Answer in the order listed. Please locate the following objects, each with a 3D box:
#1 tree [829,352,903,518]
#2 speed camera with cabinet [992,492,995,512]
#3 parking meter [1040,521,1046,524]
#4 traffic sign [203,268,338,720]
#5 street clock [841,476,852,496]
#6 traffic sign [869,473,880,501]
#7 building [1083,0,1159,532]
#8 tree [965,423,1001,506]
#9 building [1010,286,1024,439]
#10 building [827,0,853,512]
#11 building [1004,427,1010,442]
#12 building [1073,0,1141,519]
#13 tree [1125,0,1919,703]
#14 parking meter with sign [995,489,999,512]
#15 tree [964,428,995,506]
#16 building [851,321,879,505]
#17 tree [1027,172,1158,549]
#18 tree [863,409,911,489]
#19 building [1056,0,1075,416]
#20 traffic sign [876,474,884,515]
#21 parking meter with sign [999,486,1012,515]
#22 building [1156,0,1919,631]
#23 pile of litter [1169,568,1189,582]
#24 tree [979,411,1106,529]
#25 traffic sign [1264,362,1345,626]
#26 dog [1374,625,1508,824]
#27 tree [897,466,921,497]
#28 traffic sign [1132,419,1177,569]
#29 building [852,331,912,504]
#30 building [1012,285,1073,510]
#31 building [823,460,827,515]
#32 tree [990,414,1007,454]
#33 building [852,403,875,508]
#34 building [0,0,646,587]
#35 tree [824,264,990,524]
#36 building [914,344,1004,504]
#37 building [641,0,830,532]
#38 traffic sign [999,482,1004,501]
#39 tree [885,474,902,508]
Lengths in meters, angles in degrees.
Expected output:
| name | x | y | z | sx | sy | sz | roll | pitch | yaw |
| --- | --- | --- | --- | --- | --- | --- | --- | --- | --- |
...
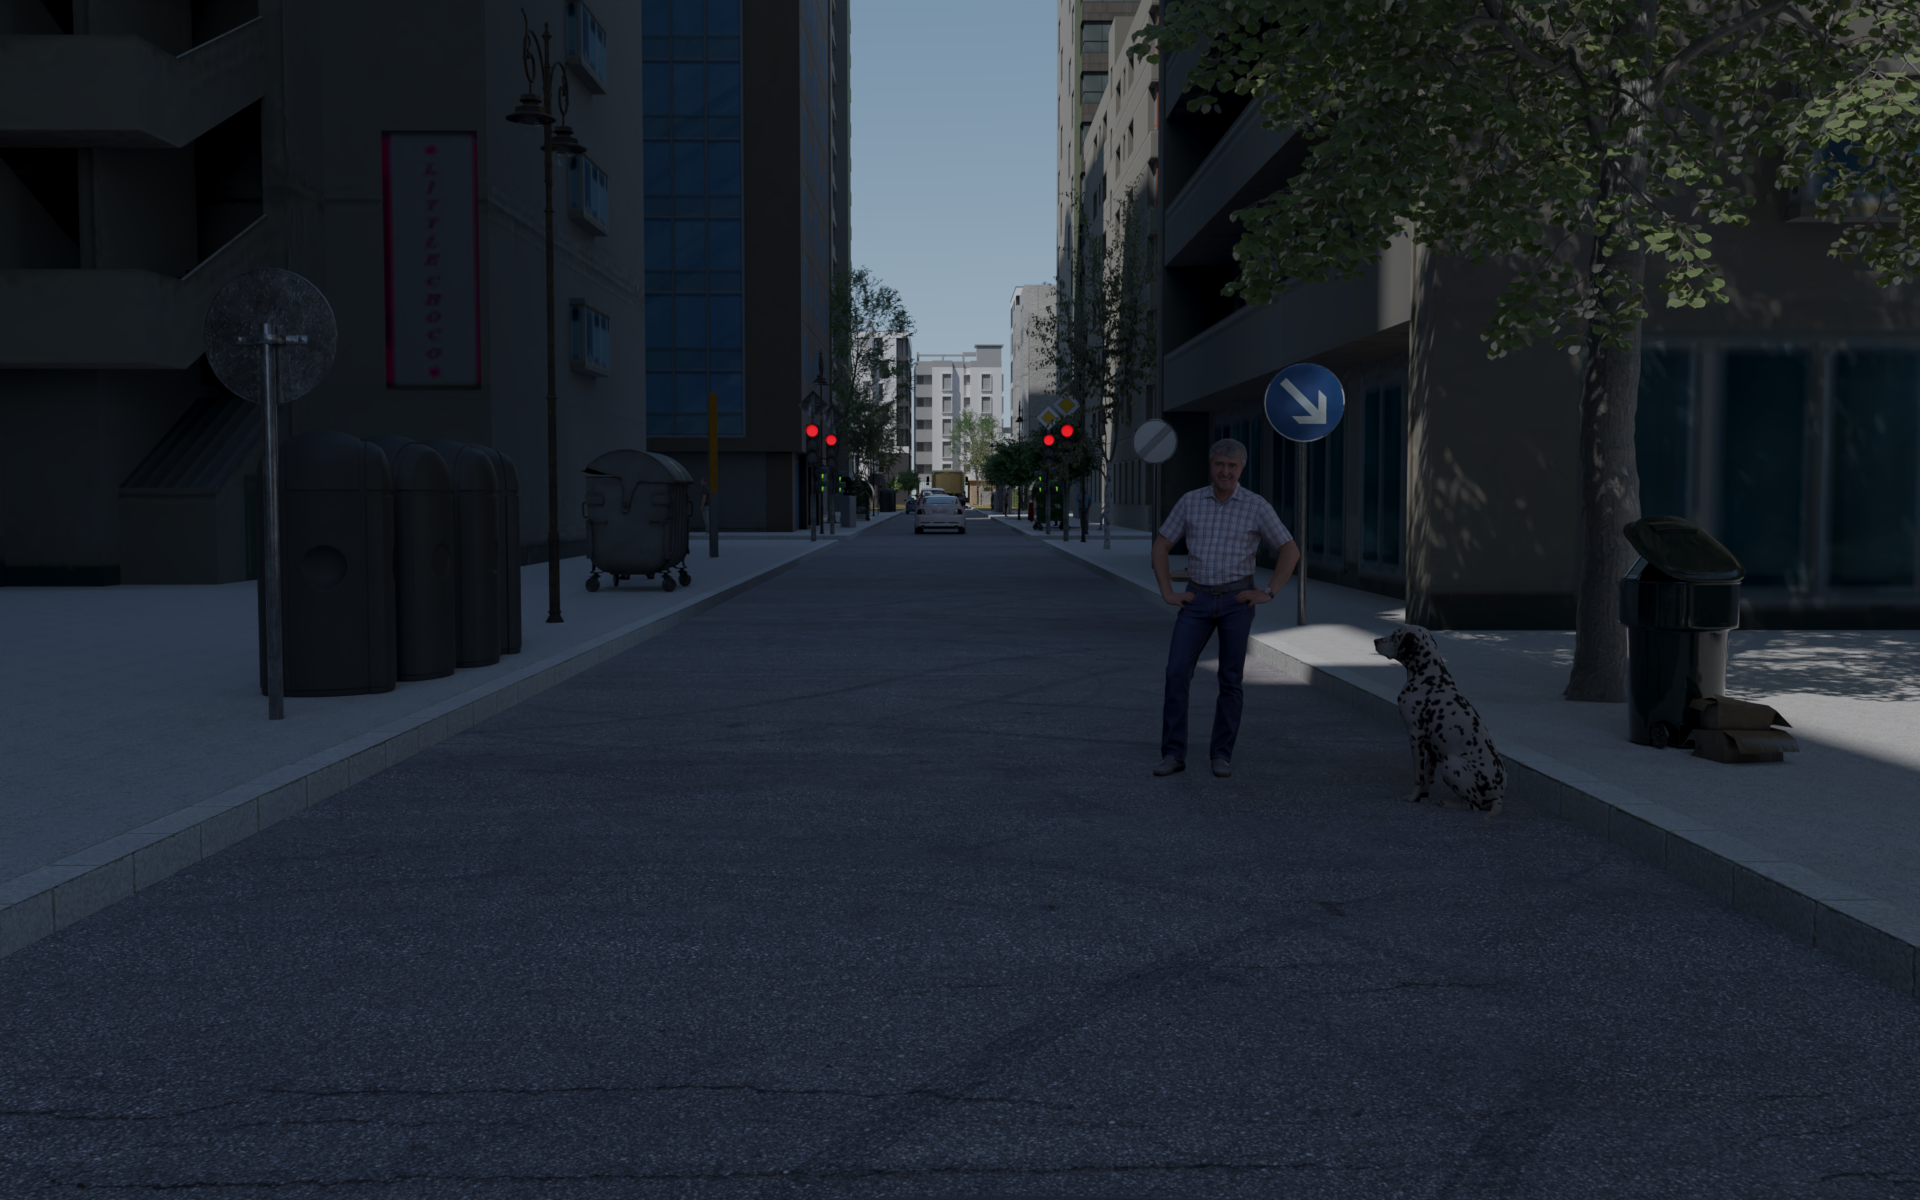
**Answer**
| name | x | y | z | sx | sy | sz | roll | pitch | yaw |
| --- | --- | --- | --- | --- | --- | --- | --- | --- | --- |
| tree | -5.196 | -8.609 | 91.121 | 4.360 | 8.622 | 3.978 | 0 | 3 | 0 |
| speed camera with cabinet | 2.781 | -7.899 | 123.488 | 0.660 | 3.252 | 2.038 | -1 | 4 | -13 |
| parking meter | 3.562 | -4.268 | 75.500 | 0.399 | 1.863 | 0.255 | -2 | 4 | -31 |
| traffic sign | -3.897 | -0.592 | 9.792 | 0.768 | 2.556 | 0.104 | 0 | 4 | 2 |
| street clock | -4.664 | -4.069 | 71.092 | 0.358 | 2.002 | 0.471 | -3 | 5 | -45 |
| traffic sign | -5.221 | -6.411 | 104.929 | 0.768 | 2.556 | 0.104 | 1 | 4 | 8 |
| building | 20.680 | -13.872 | 71.839 | 28.899 | 21.520 | 27.650 | 0 | 4 | -1 |
| tree | 2.638 | -14.079 | 180.558 | 4.737 | 8.622 | 4.395 | 0 | 3 | 0 |
| building | 19.260 | -20.973 | 186.890 | 27.936 | 21.610 | 32.646 | 0 | 4 | -1 |
| building | -15.011 | -26.819 | 122.088 | 14.154 | 41.232 | 14.086 | 0 | 4 | -1 |
| building | 19.530 | -17.104 | 221.801 | 28.070 | 9.664 | 9.099 | 0 | 4 | -1 |
| building | 13.111 | -19.776 | 95.042 | 14.160 | 30.474 | 14.107 | 0 | 4 | -1 |
| tree | 4.402 | -5.660 | 10.664 | 7.486 | 12.596 | 7.792 | 0 | 3 | 0 |
| parking meter with sign | 2.730 | -7.661 | 121.520 | 0.543 | 3.016 | 1.738 | -1 | 4 | -12 |
| tree | 2.231 | -14.604 | 189.142 | 4.360 | 8.622 | 3.978 | 0 | 3 | 0 |
| building | -14.984 | -20.738 | 195.478 | 11.380 | 20.091 | 16.016 | 0 | 4 | -1 |
| tree | 3.447 | -5.513 | 40.505 | 4.360 | 8.622 | 3.978 | 0 | 3 | 0 |
| tree | -6.018 | -11.628 | 140.476 | 4.737 | 8.622 | 4.395 | 0 | 3 | 0 |
| building | 20.682 | -32.172 | 115.256 | 28.713 | 52.752 | 27.495 | 0 | 4 | -1 |
| traffic sign | -5.111 | -6.592 | 107.882 | 0.768 | 2.556 | 0.104 | 0 | 4 | 5 |
| parking meter with sign | 2.947 | -6.777 | 107.069 | 0.543 | 3.016 | 1.738 | 1 | 4 | 8 |
| building | 14.953 | -24.567 | 25.376 | 21.300 | 48.544 | 21.600 | 0 | 4 | -1 |
| pile of litter | 3.643 | -0.695 | 25.335 | 1.176 | 0.858 | 1.719 | 0 | 4 | -6 |
| tree | 3.726 | -4.970 | 64.972 | 4.285 | 4.588 | 4.351 | 0 | 3 | 0 |
| traffic sign | 3.339 | -1.025 | 16.860 | 0.768 | 2.556 | 0.104 | 0 | 4 | 7 |
| dog | 2.253 | 0.548 | 7.878 | 0.513 | 0.831 | 0.800 | 0 | 4 | -6 |
| tree | -6.016 | -13.427 | 203.251 | 4.285 | 4.588 | 4.351 | 0 | 3 | 0 |
| traffic sign | 3.318 | -1.801 | 29.548 | 0.768 | 2.556 | 0.104 | 1 | 4 | 9 |
| building | -22.839 | -23.634 | 230.384 | 32.646 | 21.610 | 27.936 | 0 | 4 | -1 |
| building | 13.703 | -17.642 | 154.911 | 16.747 | 18.905 | 31.486 | 0 | 4 | -1 |
| building | -18.650 | -33.665 | 92.427 | 21.231 | 58.520 | 28.212 | 0 | 4 | -1 |
| tree | 2.010 | -17.246 | 207.731 | 9.928 | 11.665 | 9.643 | 0 | 3 | 0 |
| building | -12.900 | -14.117 | 172.958 | 9.099 | 9.664 | 28.070 | 0 | 4 | -1 |
| building | -18.298 | -24.946 | 31.573 | 21.600 | 48.544 | 21.300 | 0 | 4 | -1 |
| tree | -5.575 | -9.175 | 75.761 | 9.928 | 11.665 | 9.643 | 0 | 3 | 0 |
| building | -0.251 | -22.543 | 224.996 | 11.380 | 20.091 | 16.016 | 0 | 4 | -1 |
| building | -12.222 | -25.273 | 63.322 | 14.600 | 45.320 | 14.200 | 0 | 4 | -1 |
| traffic sign | 2.786 | -6.728 | 110.115 | 0.768 | 2.556 | 0.104 | 0 | 4 | 6 |
| tree | -6.231 | -10.446 | 165.393 | 1.663 | 3.219 | 1.824 | 0 | 3 | 0 |
